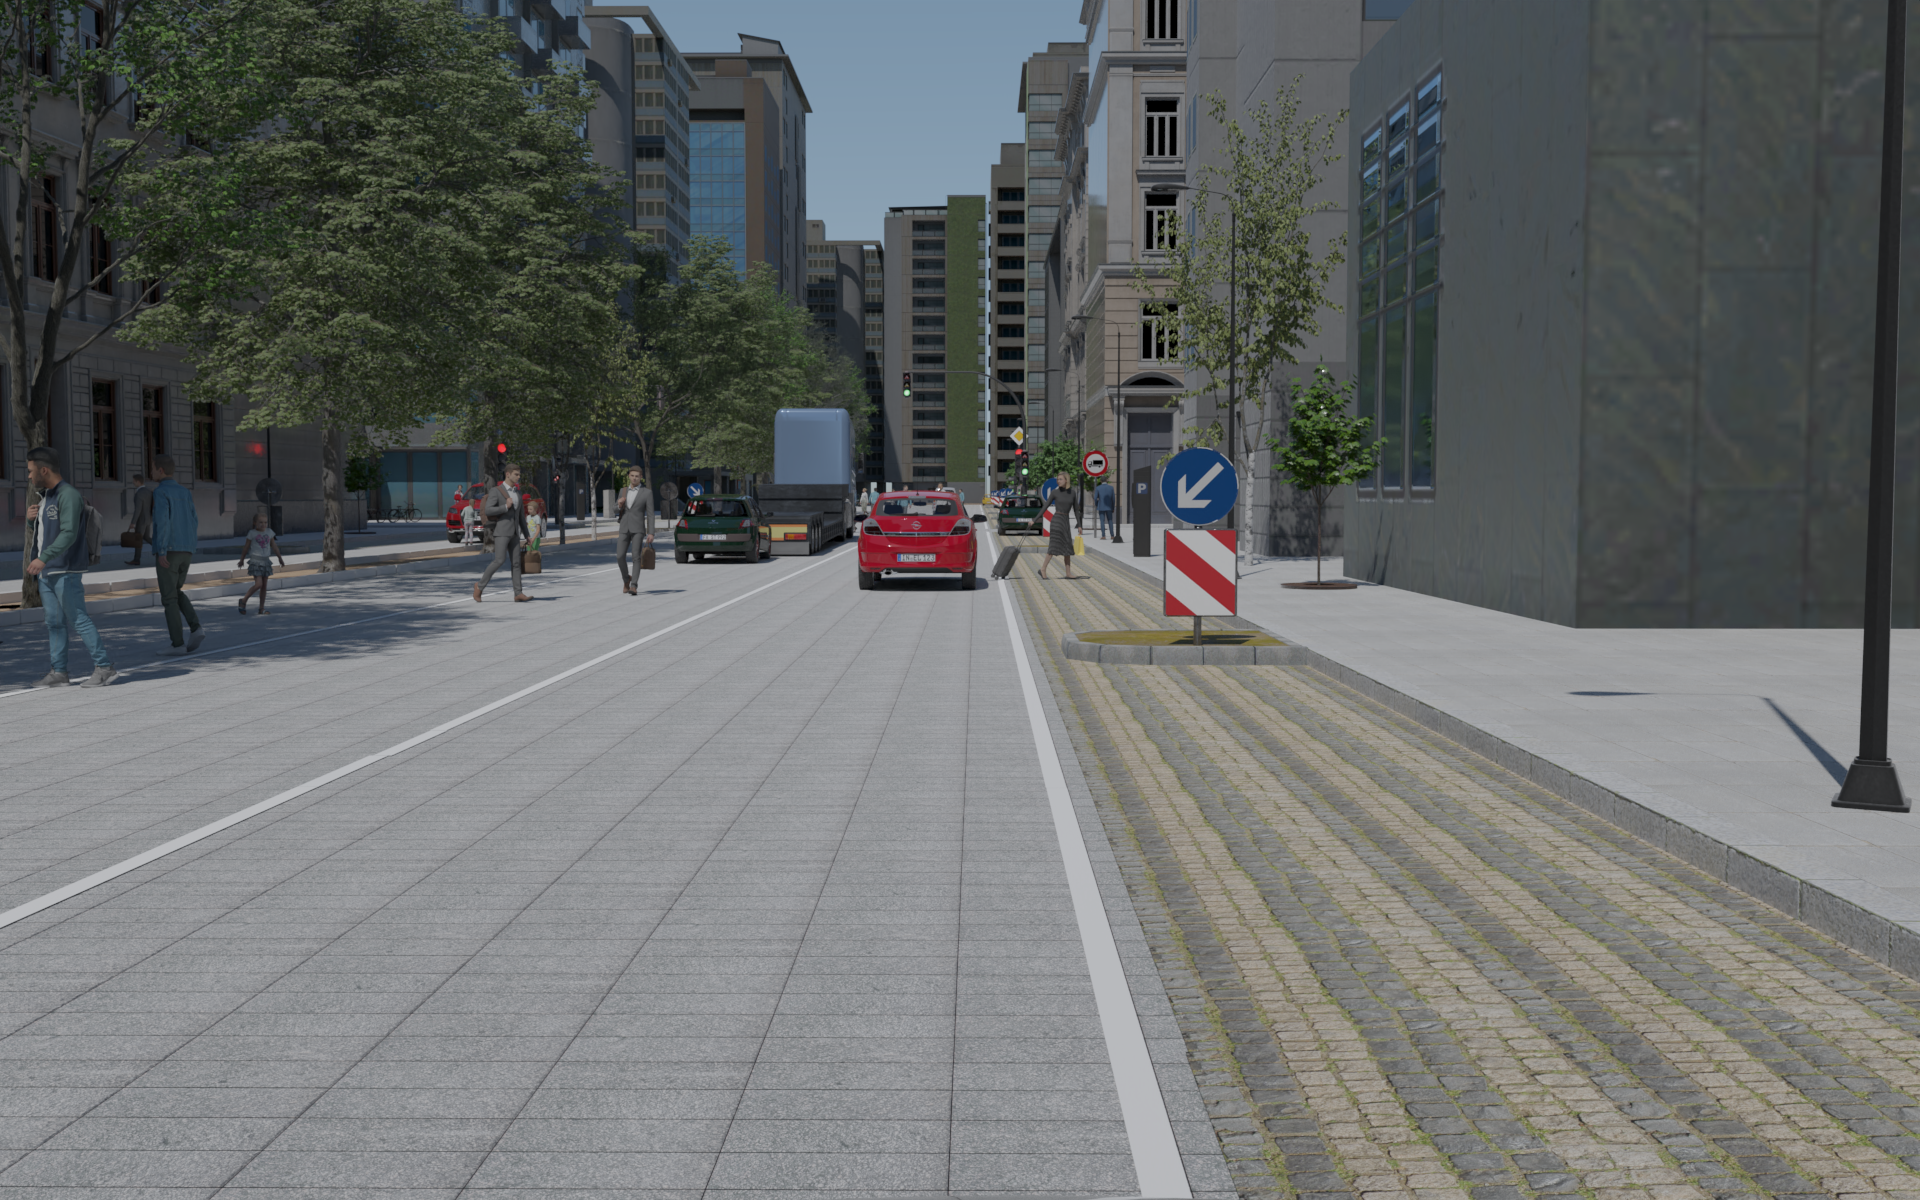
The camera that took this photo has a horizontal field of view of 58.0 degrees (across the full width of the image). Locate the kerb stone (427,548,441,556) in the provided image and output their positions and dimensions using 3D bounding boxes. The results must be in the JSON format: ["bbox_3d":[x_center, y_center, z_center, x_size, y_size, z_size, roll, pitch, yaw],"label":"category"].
[{"bbox_3d":[-12.268,-1.088,40.041,0.120,0.150,1.000,0,4,1],"label":"kerb stone"}]

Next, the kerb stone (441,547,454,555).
[{"bbox_3d":[-12.263,-1.151,41.066,0.120,0.150,1.000,0,4,1],"label":"kerb stone"}]

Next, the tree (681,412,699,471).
[{"bbox_3d":[-19.443,-10.142,116.192,4.737,8.622,4.395,0,3,0],"label":"tree"}]

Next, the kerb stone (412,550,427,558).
[{"bbox_3d":[-12.280,-1.027,39.016,0.120,0.150,1.000,0,4,1],"label":"kerb stone"}]

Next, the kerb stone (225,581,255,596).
[{"bbox_3d":[-10.331,-0.146,24.646,0.120,0.150,1.000,0,4,1],"label":"kerb stone"}]

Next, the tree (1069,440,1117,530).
[{"bbox_3d":[4.752,-4.129,62.117,1.663,3.219,1.824,0,3,0],"label":"tree"}]

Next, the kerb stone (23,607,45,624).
[{"bbox_3d":[-10.376,0.163,19.533,0.120,0.150,1.000,0,4,1],"label":"kerb stone"}]

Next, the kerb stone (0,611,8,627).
[{"bbox_3d":[-10.385,0.225,18.511,0.120,0.150,1.000,0,4,1],"label":"kerb stone"}]

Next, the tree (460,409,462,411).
[{"bbox_3d":[-20.208,-7.751,77.099,4.360,8.622,3.978,0,3,0],"label":"tree"}]

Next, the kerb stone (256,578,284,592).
[{"bbox_3d":[-10.322,-0.212,25.668,0.120,0.150,1.000,0,4,1],"label":"kerb stone"}]

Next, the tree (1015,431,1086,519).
[{"bbox_3d":[5.252,-6.505,90.063,4.285,4.588,4.351,0,3,0],"label":"tree"}]

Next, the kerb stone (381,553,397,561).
[{"bbox_3d":[-12.298,-0.901,36.972,0.120,0.150,1.000,0,4,1],"label":"kerb stone"}]

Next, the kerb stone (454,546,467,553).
[{"bbox_3d":[-12.251,-1.217,42.092,0.120,0.150,1.000,0,4,1],"label":"kerb stone"}]

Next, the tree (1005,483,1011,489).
[{"bbox_3d":[5.436,-11.283,179.070,1.663,3.219,1.824,0,3,0],"label":"tree"}]

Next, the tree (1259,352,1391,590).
[{"bbox_3d":[4.785,-1.768,23.515,1.663,3.219,1.824,0,3,0],"label":"tree"}]

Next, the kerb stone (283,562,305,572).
[{"bbox_3d":[-12.350,-0.588,31.859,0.120,0.150,1.000,0,4,1],"label":"kerb stone"}]

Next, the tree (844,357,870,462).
[{"bbox_3d":[-10.461,-12.549,125.753,7.486,12.596,7.792,0,3,0],"label":"tree"}]

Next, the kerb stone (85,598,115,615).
[{"bbox_3d":[-10.364,0.100,20.555,0.120,0.150,1.000,0,4,1],"label":"kerb stone"}]

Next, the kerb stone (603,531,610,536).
[{"bbox_3d":[-12.088,-2.221,58.511,0.120,0.150,1.000,0,4,1],"label":"kerb stone"}]

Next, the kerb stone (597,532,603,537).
[{"bbox_3d":[-12.091,-2.155,57.490,0.120,0.150,1.000,0,4,1],"label":"kerb stone"}]

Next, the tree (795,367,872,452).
[{"bbox_3d":[-10.131,-11.089,118.181,8.767,10.594,7.601,0,4,1],"label":"tree"}]

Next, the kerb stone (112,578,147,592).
[{"bbox_3d":[-12.407,-0.213,25.713,0.120,0.150,1.000,0,4,1],"label":"kerb stone"}]

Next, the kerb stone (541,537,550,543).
[{"bbox_3d":[-12.165,-1.719,50.306,0.120,0.150,1.000,0,4,1],"label":"kerb stone"}]

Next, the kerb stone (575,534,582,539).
[{"bbox_3d":[-12.125,-1.966,54.418,0.120,0.150,1.000,0,4,1],"label":"kerb stone"}]

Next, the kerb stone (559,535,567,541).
[{"bbox_3d":[-12.145,-1.845,52.367,0.120,0.150,1.000,0,4,1],"label":"kerb stone"}]

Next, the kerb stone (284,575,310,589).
[{"bbox_3d":[-10.304,-0.270,26.690,0.120,0.150,1.000,0,4,1],"label":"kerb stone"}]

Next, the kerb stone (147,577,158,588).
[{"bbox_3d":[-12.403,-0.278,26.742,0.120,0.150,1.000,0,4,1],"label":"kerb stone"}]

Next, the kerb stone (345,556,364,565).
[{"bbox_3d":[-12.317,-0.779,34.928,0.120,0.150,1.000,0,4,1],"label":"kerb stone"}]

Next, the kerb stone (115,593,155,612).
[{"bbox_3d":[-10.358,0.038,21.576,0.120,0.150,1.000,0,4,1],"label":"kerb stone"}]

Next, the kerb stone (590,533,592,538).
[{"bbox_3d":[-12.101,-2.087,56.468,0.120,0.150,1.000,0,4,1],"label":"kerb stone"}]

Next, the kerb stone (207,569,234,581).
[{"bbox_3d":[-12.388,-0.403,28.790,0.120,0.150,1.000,0,4,1],"label":"kerb stone"}]

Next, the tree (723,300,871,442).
[{"bbox_3d":[-10.659,-11.950,108.210,12.009,13.543,11.850,0,3,0],"label":"tree"}]

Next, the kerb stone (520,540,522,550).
[{"bbox_3d":[-12.204,-1.531,47.230,0.120,0.150,1.000,0,4,1],"label":"kerb stone"}]

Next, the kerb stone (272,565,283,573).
[{"bbox_3d":[-12.366,-0.529,30.837,0.120,0.150,1.000,0,4,1],"label":"kerb stone"}]

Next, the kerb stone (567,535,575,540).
[{"bbox_3d":[-12.138,-1.908,53.392,0.120,0.150,1.000,0,4,1],"label":"kerb stone"}]

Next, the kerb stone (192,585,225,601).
[{"bbox_3d":[-10.336,-0.083,23.621,0.120,0.150,1.000,0,4,1],"label":"kerb stone"}]

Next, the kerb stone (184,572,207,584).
[{"bbox_3d":[-12.393,-0.339,27.764,0.120,0.150,1.000,0,4,1],"label":"kerb stone"}]

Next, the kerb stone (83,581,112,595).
[{"bbox_3d":[-12.428,-0.152,24.686,0.120,0.150,1.000,0,4,1],"label":"kerb stone"}]

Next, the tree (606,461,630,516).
[{"bbox_3d":[-19.736,-6.478,100.513,1.663,3.219,1.824,0,3,0],"label":"tree"}]

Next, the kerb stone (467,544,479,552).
[{"bbox_3d":[-12.240,-1.280,43.122,0.120,0.150,1.000,0,4,1],"label":"kerb stone"}]

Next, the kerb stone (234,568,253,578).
[{"bbox_3d":[-12.368,-0.466,29.811,0.120,0.150,1.000,0,4,1],"label":"kerb stone"}]

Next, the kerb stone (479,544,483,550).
[{"bbox_3d":[-12.224,-1.342,44.144,0.120,0.150,1.000,0,4,1],"label":"kerb stone"}]

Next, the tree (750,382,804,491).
[{"bbox_3d":[-10.550,-9.007,100.088,4.360,8.622,3.978,0,3,0],"label":"tree"}]

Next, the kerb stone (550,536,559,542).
[{"bbox_3d":[-12.152,-1.779,51.343,0.120,0.150,1.000,0,4,1],"label":"kerb stone"}]

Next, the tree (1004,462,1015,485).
[{"bbox_3d":[5.509,-10.250,151.306,4.285,4.588,4.351,0,3,0],"label":"tree"}]

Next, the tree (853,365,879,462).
[{"bbox_3d":[-10.093,-12.621,134.569,9.928,11.665,9.643,0,3,0],"label":"tree"}]

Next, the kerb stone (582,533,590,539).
[{"bbox_3d":[-12.112,-2.033,55.439,0.120,0.150,1.000,0,4,1],"label":"kerb stone"}]

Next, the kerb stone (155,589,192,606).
[{"bbox_3d":[-10.341,-0.025,22.598,0.120,0.150,1.000,0,4,1],"label":"kerb stone"}]

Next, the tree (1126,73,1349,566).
[{"bbox_3d":[5.139,-4.931,30.989,4.737,8.622,4.395,0,3,0],"label":"tree"}]

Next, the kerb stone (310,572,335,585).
[{"bbox_3d":[-10.296,-0.337,27.711,0.120,0.150,1.000,0,4,1],"label":"kerb stone"}]

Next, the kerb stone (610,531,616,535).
[{"bbox_3d":[-12.079,-2.283,59.534,0.120,0.150,1.000,0,4,1],"label":"kerb stone"}]

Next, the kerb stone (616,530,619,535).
[{"bbox_3d":[-12.070,-2.346,60.556,0.120,0.150,1.000,0,4,1],"label":"kerb stone"}]

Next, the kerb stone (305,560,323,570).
[{"bbox_3d":[-12.344,-0.654,32.880,0.120,0.150,1.000,0,4,1],"label":"kerb stone"}]

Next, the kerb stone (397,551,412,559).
[{"bbox_3d":[-12.295,-0.966,37.994,0.120,0.150,1.000,0,4,1],"label":"kerb stone"}]

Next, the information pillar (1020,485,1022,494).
[{"bbox_3d":[4.839,-7.851,132.857,0.304,2.012,0.304,3,4,37],"label":"information pillar"}]

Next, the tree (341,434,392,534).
[{"bbox_3d":[-19.412,-3.737,55.704,1.663,3.219,1.824,0,3,0],"label":"tree"}]

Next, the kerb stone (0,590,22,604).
[{"bbox_3d":[-12.450,-0.025,22.635,0.120,0.150,1.000,0,4,1],"label":"kerb stone"}]

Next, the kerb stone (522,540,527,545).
[{"bbox_3d":[-12.187,-1.586,48.254,0.120,0.150,1.000,0,4,1],"label":"kerb stone"}]

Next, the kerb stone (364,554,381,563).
[{"bbox_3d":[-12.313,-0.837,35.950,0.120,0.150,1.000,0,4,1],"label":"kerb stone"}]
